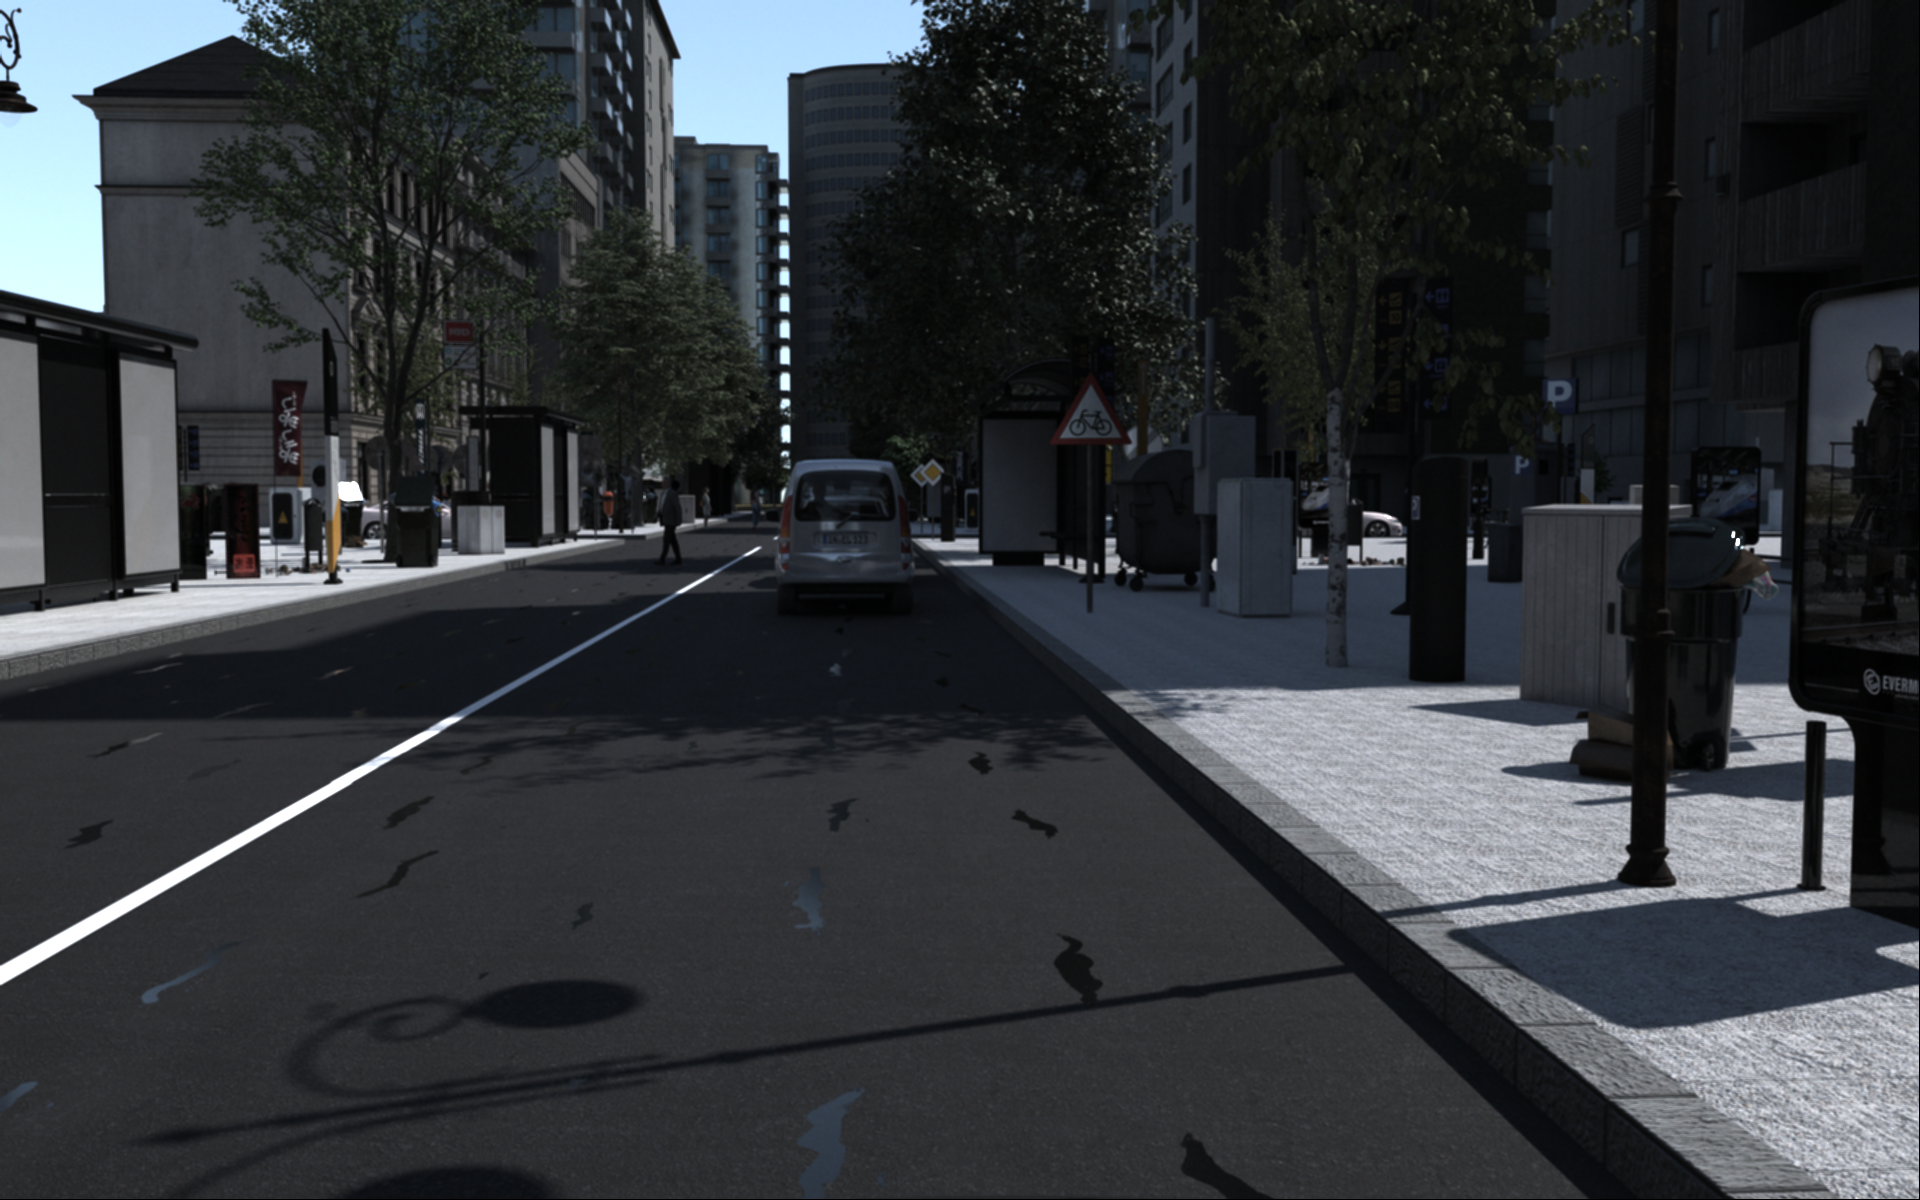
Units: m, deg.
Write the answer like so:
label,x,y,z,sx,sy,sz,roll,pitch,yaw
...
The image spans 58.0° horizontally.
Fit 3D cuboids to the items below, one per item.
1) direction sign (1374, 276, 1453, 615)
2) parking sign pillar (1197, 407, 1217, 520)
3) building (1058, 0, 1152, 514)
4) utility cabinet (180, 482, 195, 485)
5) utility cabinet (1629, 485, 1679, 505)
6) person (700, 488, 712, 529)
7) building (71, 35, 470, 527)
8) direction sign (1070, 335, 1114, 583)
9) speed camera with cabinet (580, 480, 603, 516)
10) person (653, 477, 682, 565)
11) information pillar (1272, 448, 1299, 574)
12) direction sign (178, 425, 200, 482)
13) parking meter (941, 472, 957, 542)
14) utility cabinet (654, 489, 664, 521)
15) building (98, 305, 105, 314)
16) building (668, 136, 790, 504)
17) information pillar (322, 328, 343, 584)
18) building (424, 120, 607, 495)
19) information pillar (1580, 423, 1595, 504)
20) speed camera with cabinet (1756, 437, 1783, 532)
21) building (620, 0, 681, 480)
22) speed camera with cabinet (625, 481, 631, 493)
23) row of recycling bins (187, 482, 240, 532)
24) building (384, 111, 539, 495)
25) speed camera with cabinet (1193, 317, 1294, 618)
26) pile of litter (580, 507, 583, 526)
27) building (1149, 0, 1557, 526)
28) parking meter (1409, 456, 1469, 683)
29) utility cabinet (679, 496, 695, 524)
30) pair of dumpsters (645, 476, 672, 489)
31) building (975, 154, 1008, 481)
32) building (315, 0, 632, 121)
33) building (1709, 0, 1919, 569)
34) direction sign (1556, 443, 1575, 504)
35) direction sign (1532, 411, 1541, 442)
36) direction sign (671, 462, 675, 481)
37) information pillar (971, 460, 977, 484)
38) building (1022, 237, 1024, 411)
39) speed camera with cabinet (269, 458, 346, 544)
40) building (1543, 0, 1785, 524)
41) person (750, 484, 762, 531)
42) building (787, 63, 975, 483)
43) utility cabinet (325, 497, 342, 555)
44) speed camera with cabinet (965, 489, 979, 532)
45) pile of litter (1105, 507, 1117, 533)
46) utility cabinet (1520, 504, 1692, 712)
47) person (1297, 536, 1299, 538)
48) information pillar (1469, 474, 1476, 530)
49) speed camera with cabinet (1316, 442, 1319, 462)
label,x,y,z,sx,sy,sz,roll,pitch,yaw
direction sign,4.794,-1.615,18.398,0.876,3.537,0.379,3,5,43
parking sign pillar,7.124,-3.669,48.460,1.447,3.967,1.447,-3,5,-43
building,18.617,-30.422,117.003,23.786,49.044,30.456,0,4,-3
utility cabinet,-13.931,-1.373,31.126,0.318,1.500,1.173,-2,4,-29
utility cabinet,17.520,-2.143,43.722,1.173,1.500,0.318,0,4,-7
person,-10.483,-3.793,71.513,0.522,1.701,0.512,-2,4,-33
building,-28.727,-12.895,75.453,10.561,19.102,19.286,0,4,-3
direction sign,1.908,-2.018,24.987,0.876,3.537,0.379,-3,5,-42
speed camera with cabinet,-23.520,-7.023,109.169,2.038,3.252,0.660,1,4,23
person,-5.927,-1.590,34.893,0.661,1.777,0.834,3,5,41
information pillar,5.197,-1.420,27.707,0.304,2.012,0.304,-1,4,-21
direction sign,-25.558,-3.987,57.181,0.876,3.537,0.379,-1,4,-9
parking meter,-0.304,-2.507,46.705,0.399,1.863,0.255,1,4,14
utility cabinet,-14.539,-4.575,83.488,1.173,1.500,0.318,-2,4,-28
building,-72.815,-20.419,178.894,28.899,21.520,27.650,0,4,-3
building,-38.363,-37.599,234.351,30.456,49.044,23.786,0,4,-3
information pillar,-8.967,-2.041,24.726,0.183,3.616,0.504,0,4,-7
building,-32.070,-18.459,119.825,12.078,24.808,19.932,0,4,-3
information pillar,20.786,-4.036,57.338,0.504,3.616,0.183,-1,4,-17
speed camera with cabinet,27.916,-3.975,59.333,0.660,3.252,2.038,-1,4,-15
building,-43.919,-36.084,179.218,27.495,52.752,28.713,0,4,-3
speed camera with cabinet,-19.517,-6.725,104.297,0.660,3.252,2.038,1,4,14
row of recycling bins,-26.059,-3.178,59.068,3.534,1.692,1.069,0,4,4
building,-32.617,-15.663,97.887,13.314,21.916,24.055,0,4,-3
speed camera with cabinet,3.065,-1.499,18.841,0.660,3.252,2.038,0,4,-6
pile of litter,-15.454,-3.427,69.989,1.176,0.858,1.719,2,4,25
building,16.248,-18.563,75.206,14.107,30.474,14.160,0,4,-3
parking meter,3.293,-0.214,11.915,0.372,1.533,0.369,0,3,0
utility cabinet,-12.036,-3.915,75.168,1.020,1.237,0.306,0,4,-1
pair of dumpsters,-16.255,-5.535,92.995,1.574,2.255,4.437,0,4,-3
building,8.537,-30.980,190.113,14.154,41.232,14.086,0,4,-3
building,-39.433,-32.088,144.247,23.786,49.044,30.456,0,4,-3
building,19.674,-15.578,26.404,14.160,30.474,14.107,0,4,-3
direction sign,27.113,-5.235,77.587,0.876,3.537,0.379,-1,4,-11
direction sign,15.783,-3.397,47.539,0.379,3.537,0.876,0,4,6
direction sign,-17.675,-7.037,107.050,0.379,3.537,0.876,-2,4,-32
information pillar,0.920,-7.769,118.371,0.504,3.616,0.183,0,4,1
building,14.700,-52.226,166.563,22.319,86.520,31.000,0,4,-3
speed camera with cabinet,-16.670,-3.051,44.220,2.038,3.252,0.660,1,4,22
building,44.572,-30.213,83.228,27.495,52.752,28.713,0,4,-3
person,-7.929,-3.602,67.397,0.555,1.821,0.388,2,4,27
building,-8.972,-42.395,235.158,28.212,58.520,21.231,0,4,-3
utility cabinet,-13.386,-1.582,37.024,0.306,1.237,1.020,-1,4,-22
speed camera with cabinet,0.985,-3.931,58.613,0.660,3.252,2.038,-3,4,-37
pile of litter,5.378,-2.630,56.965,1.176,0.858,1.719,-1,4,-9
utility cabinet,3.850,0.046,10.408,0.306,1.237,1.020,-2,4,-29
person,10.594,-2.789,54.771,0.731,1.740,0.598,0,4,8
information pillar,18.473,-3.523,62.090,0.304,2.012,0.304,0,4,-2
speed camera with cabinet,12.097,-3.918,58.401,0.660,3.252,2.038,1,4,22
